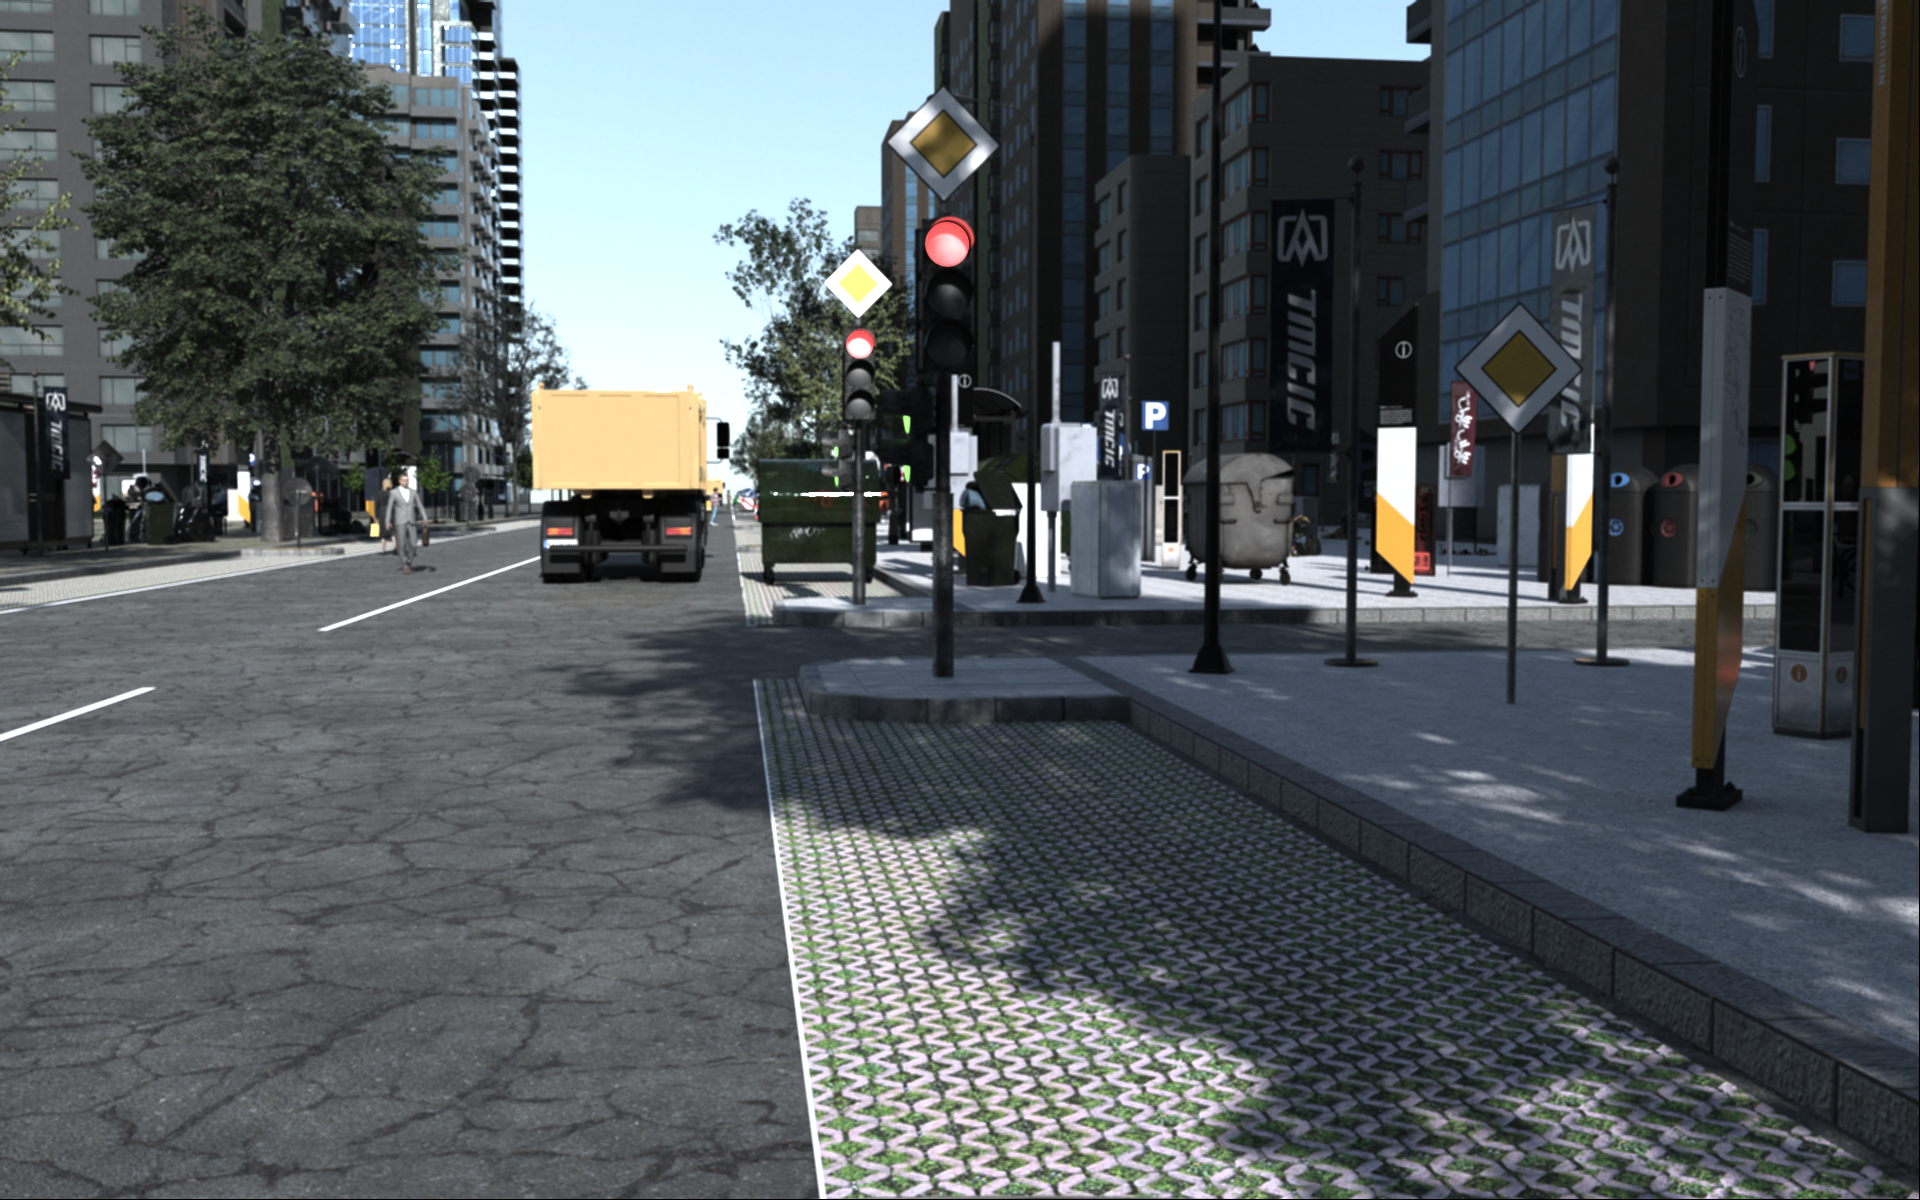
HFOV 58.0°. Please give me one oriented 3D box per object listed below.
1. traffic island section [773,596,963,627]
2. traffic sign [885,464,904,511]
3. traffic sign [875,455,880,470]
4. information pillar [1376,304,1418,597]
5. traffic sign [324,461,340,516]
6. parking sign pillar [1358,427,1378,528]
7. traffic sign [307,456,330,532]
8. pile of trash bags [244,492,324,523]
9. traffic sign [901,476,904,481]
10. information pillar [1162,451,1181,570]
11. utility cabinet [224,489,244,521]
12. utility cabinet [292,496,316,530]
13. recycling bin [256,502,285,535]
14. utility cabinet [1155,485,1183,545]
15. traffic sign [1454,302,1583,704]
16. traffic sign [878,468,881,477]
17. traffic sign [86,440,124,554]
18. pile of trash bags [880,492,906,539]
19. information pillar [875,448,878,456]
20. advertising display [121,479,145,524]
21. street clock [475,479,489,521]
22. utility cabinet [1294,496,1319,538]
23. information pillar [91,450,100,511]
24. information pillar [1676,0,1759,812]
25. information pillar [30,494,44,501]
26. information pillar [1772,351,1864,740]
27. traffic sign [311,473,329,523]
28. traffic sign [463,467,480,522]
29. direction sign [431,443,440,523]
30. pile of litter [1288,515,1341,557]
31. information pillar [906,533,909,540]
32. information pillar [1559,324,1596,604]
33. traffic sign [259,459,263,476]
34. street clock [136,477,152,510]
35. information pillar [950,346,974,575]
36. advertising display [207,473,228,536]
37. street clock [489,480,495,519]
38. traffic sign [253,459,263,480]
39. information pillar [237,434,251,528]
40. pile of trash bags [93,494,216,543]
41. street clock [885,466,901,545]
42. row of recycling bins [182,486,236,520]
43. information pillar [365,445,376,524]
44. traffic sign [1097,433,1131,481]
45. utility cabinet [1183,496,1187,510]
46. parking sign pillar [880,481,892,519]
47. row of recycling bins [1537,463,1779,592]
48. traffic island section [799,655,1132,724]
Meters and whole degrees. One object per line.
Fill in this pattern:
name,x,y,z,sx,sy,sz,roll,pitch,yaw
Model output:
traffic island section,-1.151,0.132,20.121,2.009,0.180,2.903,0,4,-8
traffic sign,-2.087,-3.472,56.880,0.768,2.556,0.104,0,4,1
traffic sign,-2.750,-3.135,51.364,0.768,2.556,0.104,0,4,-1
information pillar,5.457,-1.849,21.591,0.504,3.616,0.183,3,4,36
traffic sign,-24.331,-4.083,66.857,0.768,2.556,0.104,0,4,-7
parking sign pillar,15.473,-4.707,65.434,1.447,3.967,1.447,1,4,18
traffic sign,-21.281,-3.508,57.457,0.768,2.556,0.104,0,4,0
pile of trash bags,-30.408,-4.189,78.246,1.912,1.369,3.447,3,5,42
traffic sign,-2.653,-4.442,72.629,0.884,2.594,0.081,0,3,0
information pillar,3.601,-1.530,29.508,0.304,2.012,0.304,0,4,8
utility cabinet,-33.429,-4.370,80.124,1.173,1.500,0.318,-1,4,-14
utility cabinet,-23.500,-3.111,62.019,0.306,1.237,1.020,1,4,14
recycling bin,-21.637,-2.556,54.350,0.722,1.027,0.722,-2,4,-34
utility cabinet,4.994,-2.132,43.534,1.173,1.500,0.318,1,4,14
traffic sign,3.372,-0.572,10.538,0.795,2.450,0.064,0,4,-4
traffic sign,-3.700,-4.456,72.966,0.768,2.556,0.104,0,4,2
traffic sign,-18.188,-2.182,36.866,0.795,2.450,0.064,0,4,0
pile of trash bags,-0.279,-2.476,50.241,3.447,1.369,1.912,-2,4,-31
information pillar,-4.270,-5.870,87.336,0.183,3.616,0.504,-2,4,-24
advertising display,-35.643,-4.249,74.693,0.974,1.923,0.123,0,4,0
street clock,-23.044,-4.807,83.166,0.358,2.002,0.471,2,4,30
utility cabinet,9.372,-2.184,46.871,0.306,1.237,1.020,2,4,34
information pillar,-44.152,-5.932,88.337,0.183,3.616,0.504,3,5,39
information pillar,3.157,-0.965,7.141,0.183,3.616,0.504,3,4,36
information pillar,-34.885,-4.528,65.384,0.504,3.616,0.183,-1,4,-16
information pillar,4.544,-0.285,9.153,0.304,2.012,0.304,-2,4,-30
traffic sign,-24.095,-3.975,65.099,0.768,2.556,0.104,0,4,2
traffic sign,-22.577,-4.892,80.090,0.768,2.556,0.104,0,4,-4
direction sign,-23.160,-5.163,76.414,0.379,3.537,0.876,-2,4,-35
pile of litter,6.821,-1.348,36.006,1.719,0.858,1.176,-2,4,-32
information pillar,-1.306,-2.673,48.188,0.304,2.012,0.304,1,4,18
information pillar,7.256,-1.768,20.266,0.504,3.616,0.183,-3,5,-43
traffic sign,-23.456,-3.594,58.871,0.768,2.556,0.104,0,4,1
street clock,-33.975,-4.123,71.978,0.358,2.002,0.471,1,4,17
information pillar,-0.005,-2.209,27.467,0.504,3.616,0.183,-1,4,-14
advertising display,-22.986,-2.961,53.629,0.123,1.923,0.974,0,4,7
street clock,-24.221,-5.181,89.275,0.471,2.002,0.358,-2,4,-26
traffic sign,-25.368,-3.851,63.078,0.768,2.556,0.104,0,4,0
information pillar,-26.661,-4.476,64.533,0.504,3.616,0.183,1,4,11
pile of trash bags,-21.605,-2.206,45.814,3.447,1.369,1.912,-2,4,-29
street clock,-1.692,-2.411,43.991,0.358,2.002,0.471,2,4,25
row of recycling bins,-36.863,-4.848,86.371,3.534,1.692,1.069,-2,4,-27
information pillar,-25.055,-5.026,73.536,0.183,3.616,0.504,1,4,17
traffic sign,3.041,-2.124,34.839,0.768,2.556,0.104,0,4,-5
utility cabinet,7.845,-2.989,60.033,0.306,1.237,1.020,2,4,30
parking sign pillar,-3.505,-6.148,88.990,1.447,3.967,1.447,0,4,5
row of recycling bins,9.711,-1.045,24.195,1.069,1.692,3.534,-3,5,-39
traffic island section,-0.097,0.616,12.205,2.009,0.180,2.903,0,4,-8
